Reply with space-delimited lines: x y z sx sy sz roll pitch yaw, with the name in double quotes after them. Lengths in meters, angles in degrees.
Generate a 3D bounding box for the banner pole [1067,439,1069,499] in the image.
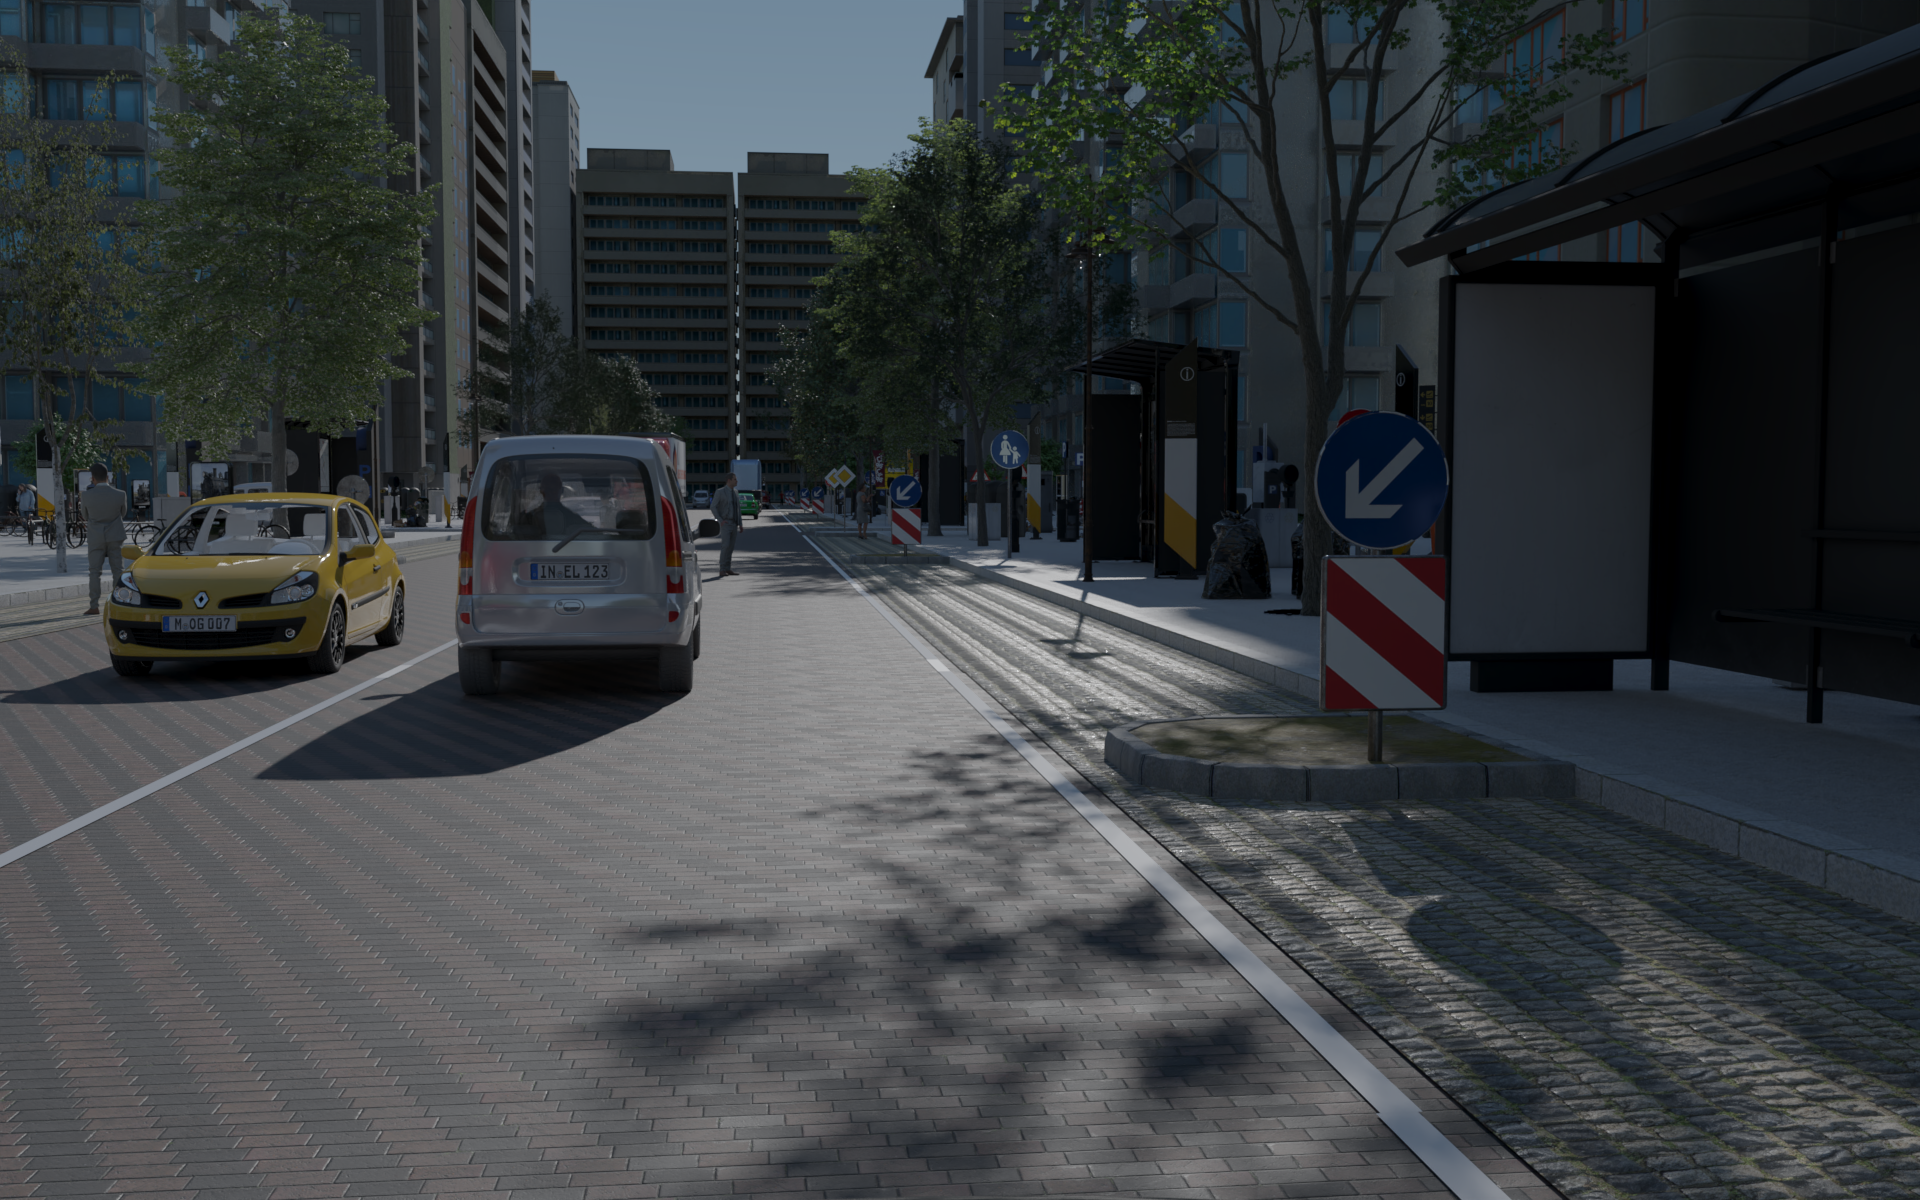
4.930 -5.434 78.870 0.401 3.779 0.863 1 4 8 "banner pole"

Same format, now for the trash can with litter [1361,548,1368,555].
7.554 -1.186 30.785 1.055 1.170 0.624 -2 4 -26 "trash can with litter"

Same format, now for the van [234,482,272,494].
-24.795 -3.242 60.022 4.112 2.044 2.013 0 4 -7 "van"

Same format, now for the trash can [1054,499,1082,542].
2.896 -2.119 46.301 0.748 1.137 0.748 0 3 0 "trash can"

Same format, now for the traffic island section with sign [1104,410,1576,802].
1.814 -0.022 8.990 1.989 1.847 2.006 0 4 -7 "traffic island section with sign"

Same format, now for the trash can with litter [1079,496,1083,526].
4.798 -3.564 69.322 1.678 1.210 2.233 -2 4 -34 "trash can with litter"

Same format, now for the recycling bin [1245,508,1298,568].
5.440 -1.087 30.323 0.722 1.027 0.722 -1 4 -14 "recycling bin"

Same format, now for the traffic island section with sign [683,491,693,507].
-30.540 -11.287 193.176 1.989 1.847 2.006 0 4 -7 "traffic island section with sign"

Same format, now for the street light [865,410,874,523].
-3.925 -6.307 75.900 0.468 5.910 1.993 0 4 -7 "street light"

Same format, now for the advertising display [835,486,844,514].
-7.621 -6.404 109.913 0.123 1.923 0.974 2 4 27 "advertising display"

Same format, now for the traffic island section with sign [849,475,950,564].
-1.298 -1.680 36.096 1.989 1.847 2.006 0 4 -7 "traffic island section with sign"

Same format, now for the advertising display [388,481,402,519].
-28.184 -4.963 86.354 0.974 1.923 0.123 3 4 37 "advertising display"

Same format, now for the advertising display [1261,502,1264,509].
10.373 -3.243 58.234 0.123 1.923 0.974 2 4 33 "advertising display"

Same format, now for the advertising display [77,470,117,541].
-23.588 -2.580 47.392 0.974 1.923 0.123 -2 4 -25 "advertising display"

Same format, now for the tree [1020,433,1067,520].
3.659 -6.225 85.486 4.285 4.588 4.351 0 3 0 "tree"

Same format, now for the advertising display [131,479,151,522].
-36.247 -4.369 76.650 0.123 1.923 0.974 1 4 19 "advertising display"

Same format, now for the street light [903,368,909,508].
-1.816 -5.235 58.384 0.468 5.910 1.993 0 4 -7 "street light"

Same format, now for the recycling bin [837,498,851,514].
-7.676 -6.247 114.686 0.722 1.027 0.722 3 5 44 "recycling bin"

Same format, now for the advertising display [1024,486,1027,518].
3.456 -5.322 92.232 0.974 1.923 0.123 1 4 17 "advertising display"

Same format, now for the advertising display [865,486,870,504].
-5.679 -6.264 107.628 0.974 1.923 0.123 0 4 3 "advertising display"

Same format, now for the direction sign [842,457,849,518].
-6.283 -6.280 94.673 0.379 3.537 0.876 0 4 2 "direction sign"

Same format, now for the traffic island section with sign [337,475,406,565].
-12.389 -1.625 35.203 1.989 1.847 2.006 0 4 -7 "traffic island section with sign"

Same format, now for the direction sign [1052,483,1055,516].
5.417 -6.724 101.935 0.876 3.537 0.379 0 4 6 "direction sign"

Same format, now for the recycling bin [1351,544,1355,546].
10.067 -1.881 43.303 0.722 1.027 0.722 -1 4 -14 "recycling bin"

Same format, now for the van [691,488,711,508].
-26.845 -10.573 179.872 2.013 2.044 4.112 0 4 -5 "van"

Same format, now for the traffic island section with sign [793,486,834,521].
-7.601 -5.038 90.999 1.989 1.847 2.006 0 4 -7 "traffic island section with sign"

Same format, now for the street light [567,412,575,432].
-21.892 -7.634 97.596 0.468 5.910 1.993 0 4 -7 "street light"

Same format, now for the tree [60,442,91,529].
-33.328 -4.291 64.759 1.663 3.219 1.824 0 3 0 "tree"

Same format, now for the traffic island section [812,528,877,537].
-3.882 -2.223 58.627 2.009 0.180 2.903 0 4 -7 "traffic island section"

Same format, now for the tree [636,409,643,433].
-23.203 -10.561 107.078 8.767 10.594 7.601 2 4 24 "tree"

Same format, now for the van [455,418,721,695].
-2.927 -0.416 13.809 2.013 2.044 4.112 0 4 -7 "van"

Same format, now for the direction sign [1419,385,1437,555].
9.919 -2.688 35.947 0.876 3.537 0.379 3 5 40 "direction sign"

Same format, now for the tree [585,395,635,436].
-25.233 -10.586 123.446 4.360 8.622 3.978 0 3 0 "tree"

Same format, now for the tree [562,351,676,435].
-27.581 -13.615 139.619 9.611 12.733 9.660 0 3 0 "tree"

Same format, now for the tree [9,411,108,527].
-35.386 -5.159 68.055 4.285 4.588 4.351 0 3 0 "tree"

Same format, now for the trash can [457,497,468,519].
-25.266 -4.690 88.341 0.748 1.137 0.748 0 3 0 "trash can"

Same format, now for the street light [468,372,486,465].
-18.217 -5.662 65.361 0.468 5.910 1.993 0 4 -7 "street light"

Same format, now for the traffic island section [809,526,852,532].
-4.794 -2.708 66.560 2.009 0.180 2.903 0 4 -7 "traffic island section"

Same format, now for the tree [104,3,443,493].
-15.690 -7.496 40.682 7.486 12.596 7.792 0 3 0 "tree"

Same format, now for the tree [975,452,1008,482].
1.209 -5.045 77.089 1.663 3.219 1.824 0 3 0 "tree"

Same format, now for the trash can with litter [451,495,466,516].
-29.597 -5.527 101.422 2.233 1.210 1.678 -3 5 -40 "trash can with litter"

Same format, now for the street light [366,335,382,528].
-16.159 -4.590 47.839 0.468 5.910 1.993 0 4 -7 "street light"

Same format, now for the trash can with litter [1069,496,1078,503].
6.547 -5.584 102.683 0.624 1.170 1.055 -2 4 -25 "trash can with litter"

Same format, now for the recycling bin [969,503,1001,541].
0.682 -2.168 48.000 0.722 1.027 0.722 -1 4 -19 "recycling bin"

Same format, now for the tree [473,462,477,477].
-34.840 -8.909 129.374 4.285 4.588 4.351 0 3 0 "tree"

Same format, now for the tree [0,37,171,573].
-14.643 -4.737 27.805 4.360 8.622 3.978 0 3 0 "tree"

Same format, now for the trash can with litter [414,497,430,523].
-23.746 -3.983 76.514 0.624 1.170 1.055 -1 4 -13 "trash can with litter"

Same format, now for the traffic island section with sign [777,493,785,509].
-16.409 -9.726 167.652 1.989 1.847 2.006 0 4 -7 "traffic island section with sign"

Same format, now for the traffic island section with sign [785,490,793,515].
-10.681 -6.676 117.778 1.989 1.847 2.006 0 4 -7 "traffic island section with sign"

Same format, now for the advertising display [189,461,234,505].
-14.812 -1.780 34.315 0.974 1.923 0.123 1 4 19 "advertising display"

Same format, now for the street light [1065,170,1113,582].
1.879 -3.204 25.166 0.468 5.910 1.993 0 4 -7 "street light"

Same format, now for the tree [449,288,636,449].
-19.457 -8.781 77.984 7.601 10.594 8.767 0 4 1 "tree"

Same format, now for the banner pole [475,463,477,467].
-38.241 -9.034 137.729 0.401 3.779 0.863 3 5 40 "banner pole"

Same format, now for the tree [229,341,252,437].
-33.655 -7.749 77.056 4.360 8.622 3.978 0 3 0 "tree"

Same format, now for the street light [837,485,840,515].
-7.585 -8.278 108.137 0.468 5.910 1.993 0 4 -7 "street light"
